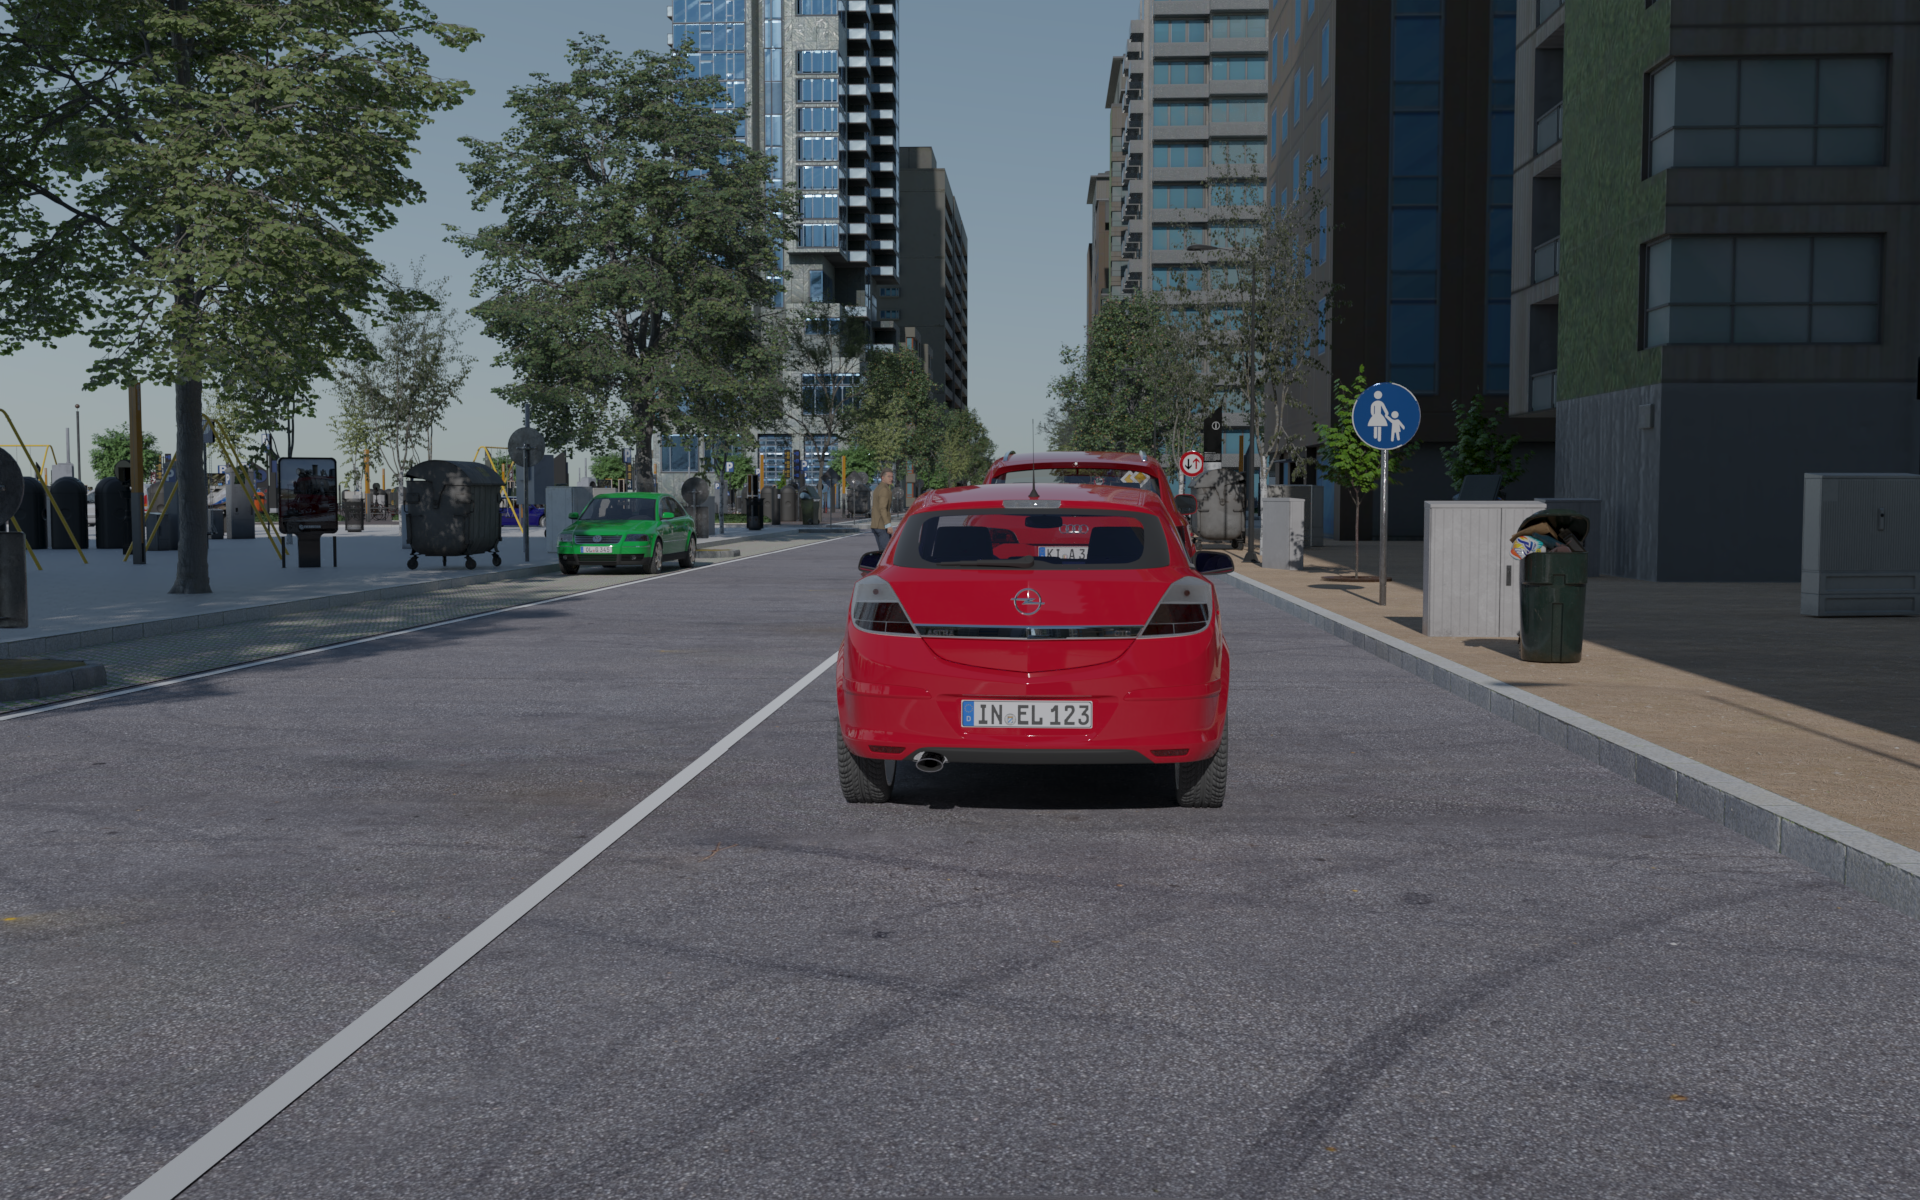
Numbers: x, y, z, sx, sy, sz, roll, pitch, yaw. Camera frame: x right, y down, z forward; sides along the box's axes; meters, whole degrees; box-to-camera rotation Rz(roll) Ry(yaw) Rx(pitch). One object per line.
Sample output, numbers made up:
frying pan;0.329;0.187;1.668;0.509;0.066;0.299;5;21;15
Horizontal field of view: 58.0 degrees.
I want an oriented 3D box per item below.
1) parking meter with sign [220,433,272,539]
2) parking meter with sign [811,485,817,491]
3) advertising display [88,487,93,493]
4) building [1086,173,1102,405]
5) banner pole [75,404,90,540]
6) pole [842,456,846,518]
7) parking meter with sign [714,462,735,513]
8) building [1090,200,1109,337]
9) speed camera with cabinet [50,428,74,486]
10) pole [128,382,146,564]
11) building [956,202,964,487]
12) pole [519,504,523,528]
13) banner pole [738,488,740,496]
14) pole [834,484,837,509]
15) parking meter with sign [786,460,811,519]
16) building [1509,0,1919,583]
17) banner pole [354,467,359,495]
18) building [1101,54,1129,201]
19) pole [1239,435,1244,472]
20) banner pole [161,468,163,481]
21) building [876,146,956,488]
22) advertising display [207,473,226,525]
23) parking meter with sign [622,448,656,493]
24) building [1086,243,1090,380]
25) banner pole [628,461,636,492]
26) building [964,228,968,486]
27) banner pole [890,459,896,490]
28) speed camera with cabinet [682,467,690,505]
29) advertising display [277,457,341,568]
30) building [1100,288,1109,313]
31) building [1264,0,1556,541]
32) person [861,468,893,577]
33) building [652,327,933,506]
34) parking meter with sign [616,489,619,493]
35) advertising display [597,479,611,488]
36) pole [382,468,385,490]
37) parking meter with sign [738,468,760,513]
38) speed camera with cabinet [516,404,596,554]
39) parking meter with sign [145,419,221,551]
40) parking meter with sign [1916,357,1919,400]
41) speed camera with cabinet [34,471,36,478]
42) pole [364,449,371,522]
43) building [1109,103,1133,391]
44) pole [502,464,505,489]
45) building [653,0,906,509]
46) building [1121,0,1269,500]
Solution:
parking meter with sign;-20.583;-3.253;49.444;1.738;3.016;0.543;-3;5;-44
parking meter with sign;-12.024;-8.854;141.017;0.543;3.016;1.738;3;5;41
advertising display;-75.252;-8.812;149.290;0.974;1.923;0.123;-1;4;-13
building;34.813;-42.042;276.630;28.713;52.752;27.495;0;4;3
banner pole;-24.601;-3.571;48.407;0.401;3.779;0.863;-2;4;-24
pole;-6.238;-6.061;92.941;0.158;3.312;0.155;0;3;0
parking meter with sign;-12.862;-5.921;93.061;0.543;3.016;1.738;2;4;31
building;27.162;-37.082;256.396;14.600;45.320;14.200;0;4;3
speed camera with cabinet;-27.084;-3.541;52.236;0.660;3.252;2.038;-2;4;-27
pole;-14.996;-2.307;31.558;0.158;3.312;0.155;0;3;0
building;-10.935;-39.313;266.471;21.300;48.544;21.600;0;4;3
pole;-16.642;-4.394;65.693;0.158;3.312;0.155;0;3;0
banner pole;-17.625;-9.148;139.580;0.863;3.779;0.401;1;4;19
pole;-10.585;-9.374;147.108;0.158;3.312;0.155;0;3;0
parking meter with sign;-8.618;-5.708;89.584;0.543;3.016;1.738;-3;5;-43
building;17.479;-21.213;30.430;14.154;41.232;14.086;0;4;3
banner pole;-49.594;-9.311;142.255;0.863;3.779;0.401;3;5;41
building;31.898;-37.646;204.753;28.713;52.752;27.495;0;4;3
pole;9.775;-4.060;60.231;0.158;3.312;0.155;0;3;0
banner pole;-67.345;-9.527;145.785;0.863;3.779;0.401;1;4;10
building;-12.166;-37.997;244.946;21.300;48.544;21.600;0;4;3
advertising display;-22.705;-2.918;52.930;0.123;1.923;0.974;3;5;43
parking meter with sign;-11.879;-4.236;65.517;1.738;3.016;0.543;1;4;20
building;28.852;-39.652;298.412;14.600;45.320;14.200;0;4;3
banner pole;-24.606;-8.544;129.710;0.863;3.779;0.401;-1;4;-13
building;-9.829;-40.674;288.726;21.300;48.544;21.600;0;4;3
banner pole;-4.719;-8.042;121.508;0.401;3.779;0.863;-3;4;-39
speed camera with cabinet;-19.597;-8.104;126.831;0.660;3.252;2.038;2;4;25
advertising display;-11.376;-1.530;30.230;0.974;1.923;0.123;-2;4;-29
building;26.517;-28.786;242.357;14.160;30.474;14.107;0;4;3
building;17.269;-24.607;52.443;14.600;45.320;14.200;0;4;3
person;-1.227;-1.149;27.194;0.656;1.842;0.836;3;5;40
building;-17.766;-21.380;194.600;27.650;21.520;28.899;0;4;3
parking meter with sign;-29.344;-9.285;148.064;0.543;3.016;1.738;1;4;18
advertising display;-15.588;-4.323;75.896;0.123;1.923;0.974;1;4;19
pole;-45.866;-8.809;137.873;0.158;3.312;0.155;0;3;0
parking meter with sign;-14.223;-7.373;116.815;0.543;3.016;1.738;3;5;44
speed camera with cabinet;-8.822;-2.651;37.675;2.038;3.252;0.660;3;5;40
parking meter with sign;-17.898;-2.658;39.719;0.543;3.016;1.738;1;4;18
parking meter with sign;12.824;-1.539;21.429;0.543;3.016;1.738;-2;4;-35
speed camera with cabinet;-63.892;-7.629;119.066;0.660;3.252;2.038;-3;4;-39
pole;-27.110;-5.222;79.228;0.158;3.312;0.155;0;3;0
building;22.827;-30.631;184.407;14.154;41.232;14.086;0;4;3
pole;-30.767;-7.519;116.776;0.158;3.312;0.155;0;3;0
building;-15.881;-51.981;162.565;22.319;86.520;31.000;0;4;3
building;26.509;-33.119;161.096;23.786;49.044;30.456;0;4;3
